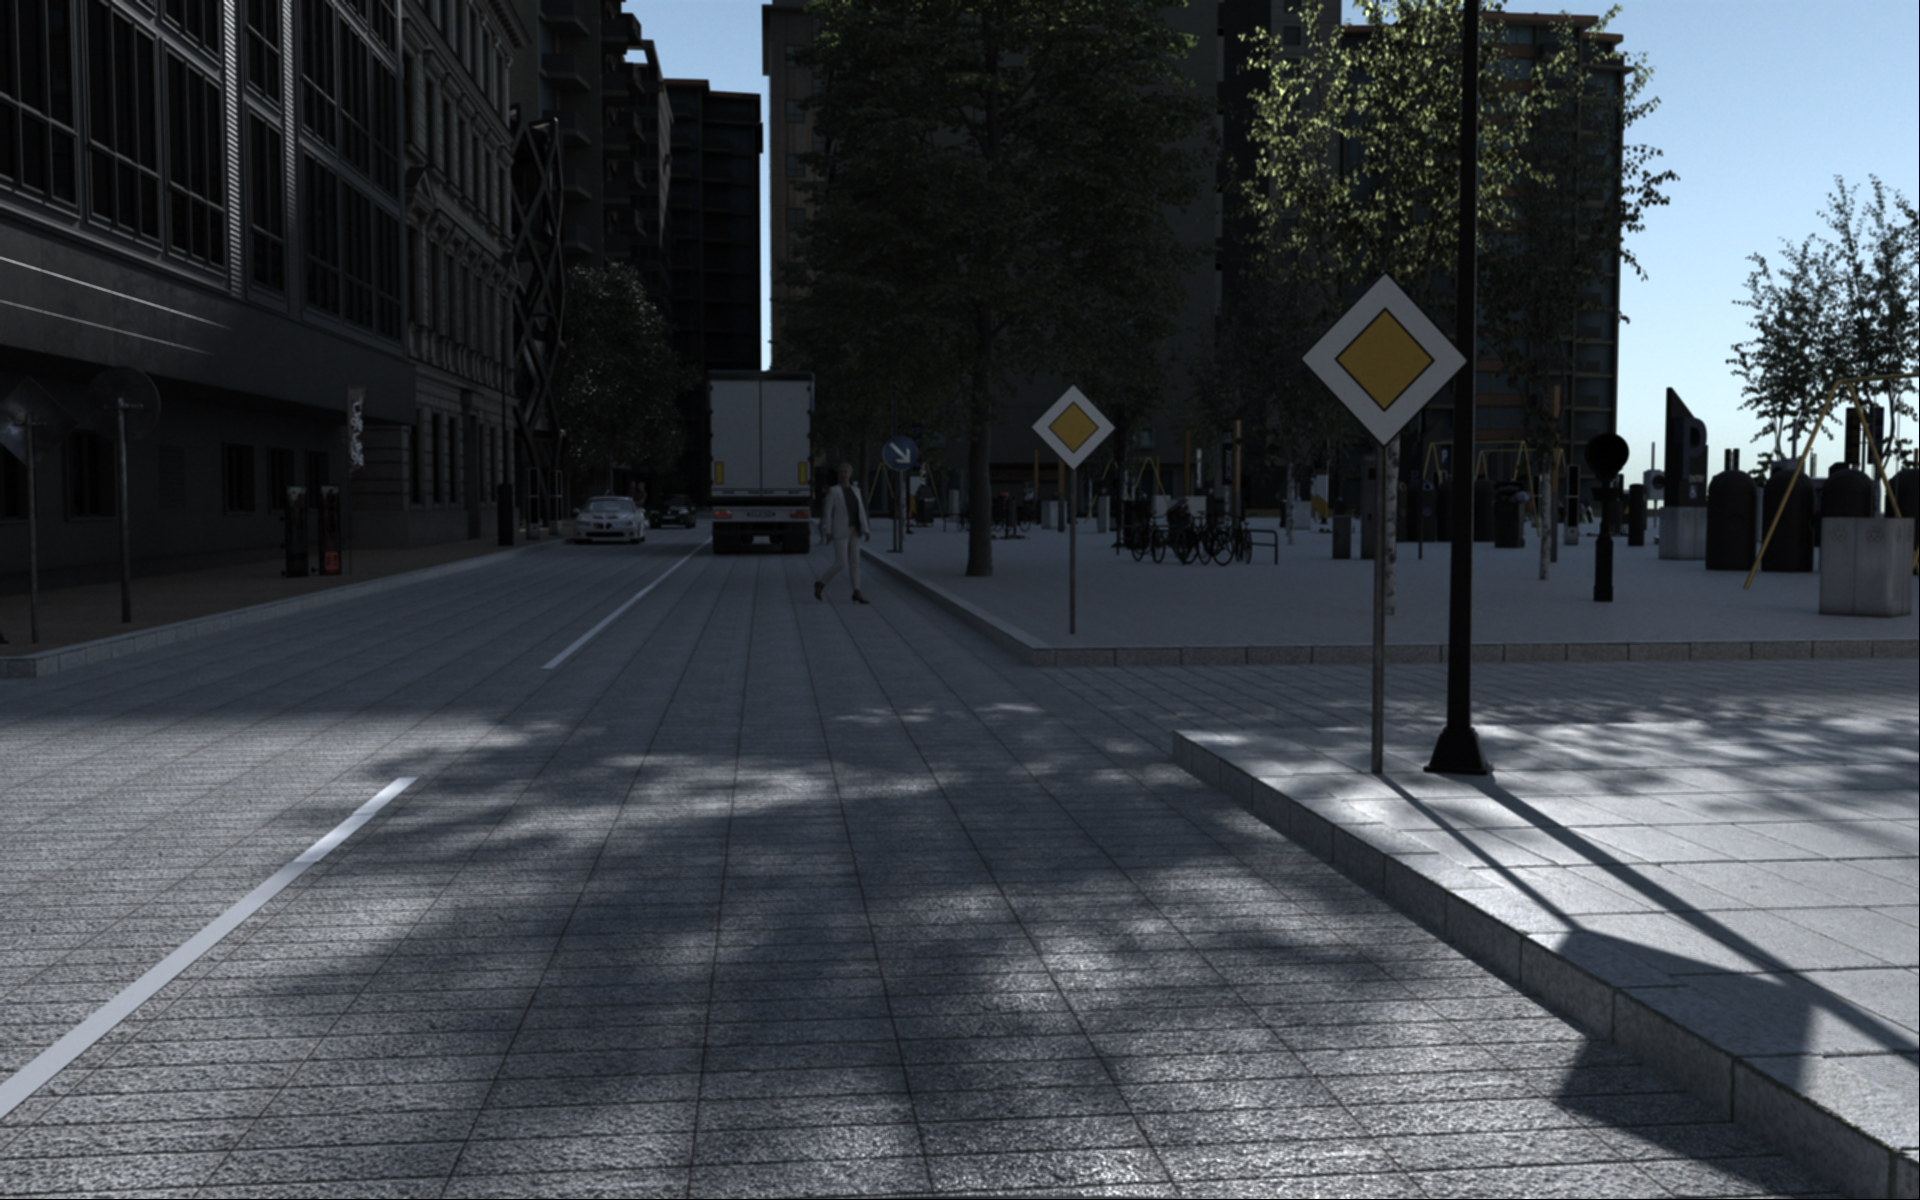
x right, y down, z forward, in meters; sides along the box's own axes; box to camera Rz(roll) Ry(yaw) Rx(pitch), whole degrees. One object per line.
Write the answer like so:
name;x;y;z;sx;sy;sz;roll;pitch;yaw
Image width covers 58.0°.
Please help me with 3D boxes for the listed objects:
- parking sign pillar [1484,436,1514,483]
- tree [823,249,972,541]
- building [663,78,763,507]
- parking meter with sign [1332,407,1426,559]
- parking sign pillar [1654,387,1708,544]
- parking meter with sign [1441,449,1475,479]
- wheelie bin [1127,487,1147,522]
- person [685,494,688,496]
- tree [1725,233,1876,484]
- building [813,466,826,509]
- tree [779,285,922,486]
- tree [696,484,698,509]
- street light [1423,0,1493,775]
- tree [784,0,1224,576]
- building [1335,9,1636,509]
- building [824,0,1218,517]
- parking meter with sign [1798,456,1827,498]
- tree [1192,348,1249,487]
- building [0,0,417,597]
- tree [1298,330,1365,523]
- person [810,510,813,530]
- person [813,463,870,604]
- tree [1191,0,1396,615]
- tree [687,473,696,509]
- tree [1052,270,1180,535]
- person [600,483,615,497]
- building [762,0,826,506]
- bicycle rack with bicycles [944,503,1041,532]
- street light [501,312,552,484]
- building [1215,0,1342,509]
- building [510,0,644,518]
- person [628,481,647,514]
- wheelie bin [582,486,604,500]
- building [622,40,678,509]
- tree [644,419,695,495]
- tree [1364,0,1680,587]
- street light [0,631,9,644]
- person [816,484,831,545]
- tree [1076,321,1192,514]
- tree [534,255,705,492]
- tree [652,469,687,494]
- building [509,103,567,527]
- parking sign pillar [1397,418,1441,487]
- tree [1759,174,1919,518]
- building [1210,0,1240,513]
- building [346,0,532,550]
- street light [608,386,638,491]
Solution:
parking sign pillar;25.062;-5.634;80.580;1.447;3.967;1.447;-1;4;-17
tree;-1.549;-5.906;46.933;4.737;8.622;4.395;0;3;0
building;-35.206;-32.301;182.743;28.867;44.769;22.147;0;4;-6
parking meter with sign;8.242;-2.316;34.130;1.738;3.016;0.543;1;4;11
parking sign pillar;18.507;-3.404;44.134;1.447;3.967;1.447;-3;4;-37
parking meter with sign;19.582;-4.337;67.171;1.738;3.016;0.543;-1;4;-11
wheelie bin;8.241;-4.452;80.698;0.980;1.594;0.693;-1;4;-12
person;-16.764;-5.751;105.748;0.599;1.433;0.991;0;4;-6
tree;24.117;-6.096;50.037;4.737;8.622;4.395;0;3;0
building;-2.712;-43.778;154.019;20.563;71.187;20.611;0;4;-6
tree;-4.865;-8.470;72.896;7.601;10.594;8.767;-1;4;-20
tree;-23.893;-9.738;153.817;1.663;3.219;1.824;0;3;0
street light;1.783;-2.159;7.838;1.470;5.913;1.316;0;4;-6
tree;0.622;-6.665;27.105;7.486;12.596;7.792;0;3;0
building;46.233;-30.908;159.973;28.867;44.769;22.147;0;4;-6
building;2.778;-29.443;105.089;21.300;48.544;21.600;0;4;-6
parking meter with sign;39.224;-5.065;79.081;1.738;3.016;0.543;0;4;7
tree;12.406;-8.327;86.510;4.737;8.622;4.395;0;3;0
building;-17.857;-14.215;25.924;14.314;27.812;24.014;0;4;-6
tree;16.092;-7.730;76.748;4.737;8.622;4.395;0;3;0
person;-6.239;-3.698;69.151;0.728;1.800;0.709;1;4;14
person;-1.549;-0.878;22.734;0.818;1.842;0.514;2;4;31
tree;4.562;-4.165;18.463;4.360;8.622;3.978;0;3;0
tree;-21.808;-8.569;134.712;1.663;3.219;1.824;0;3;0
tree;5.108;-6.354;54.244;4.360;8.622;3.978;0;3;0
person;-11.400;-2.877;55.729;0.721;1.800;0.419;1;4;18
building;-7.603;-36.698;189.248;27.495;52.752;28.713;0;4;-6
bicycle rack with bicycles;0.716;-2.802;59.192;2.852;0.926;2.925;-2;4;-28
street light;-11.105;-4.388;44.284;1.470;5.913;1.316;0;4;-6
building;21.441;-44.009;157.798;20.611;71.187;20.563;0;4;-6
building;-30.320;-27.374;102.193;22.147;44.769;28.867;0;4;-6
person;-10.056;-2.777;53.885;0.580;1.828;0.573;-1;4;-19
wheelie bin;-14.101;-3.610;66.929;0.980;1.594;0.693;-1;4;-10
building;-36.470;-27.814;146.643;23.993;40.220;32.217;0;4;-6
tree;-21.629;-10.742;125.995;4.737;8.622;4.395;0;3;0
tree;8.558;-4.614;25.797;4.360;8.622;3.978;0;3;0
street light;-7.809;-2.578;14.694;1.470;5.913;1.316;0;4;-6
person;-3.755;-2.392;48.608;0.522;1.701;0.512;0;4;2
tree;6.655;-7.250;68.896;4.737;8.622;4.395;0;3;0
tree;-17.033;-10.189;83.591;9.611;12.733;9.660;0;3;0
tree;-20.471;-7.729;120.978;1.663;3.219;1.824;0;3;0
building;-23.966;-12.178;66.557;16.820;18.784;16.811;0;4;-6
parking sign pillar;16.497;-4.462;61.423;1.447;3.967;1.447;-3;5;-42
tree;20.641;-5.427;39.094;4.360;8.622;3.978;0;3;0
building;3.941;-33.097;130.380;28.713;52.752;27.495;0;4;-6
building;-18.412;-11.208;47.871;10.561;19.102;19.286;0;4;-6
street light;-14.485;-6.219;74.221;1.470;5.913;1.316;0;4;-6
